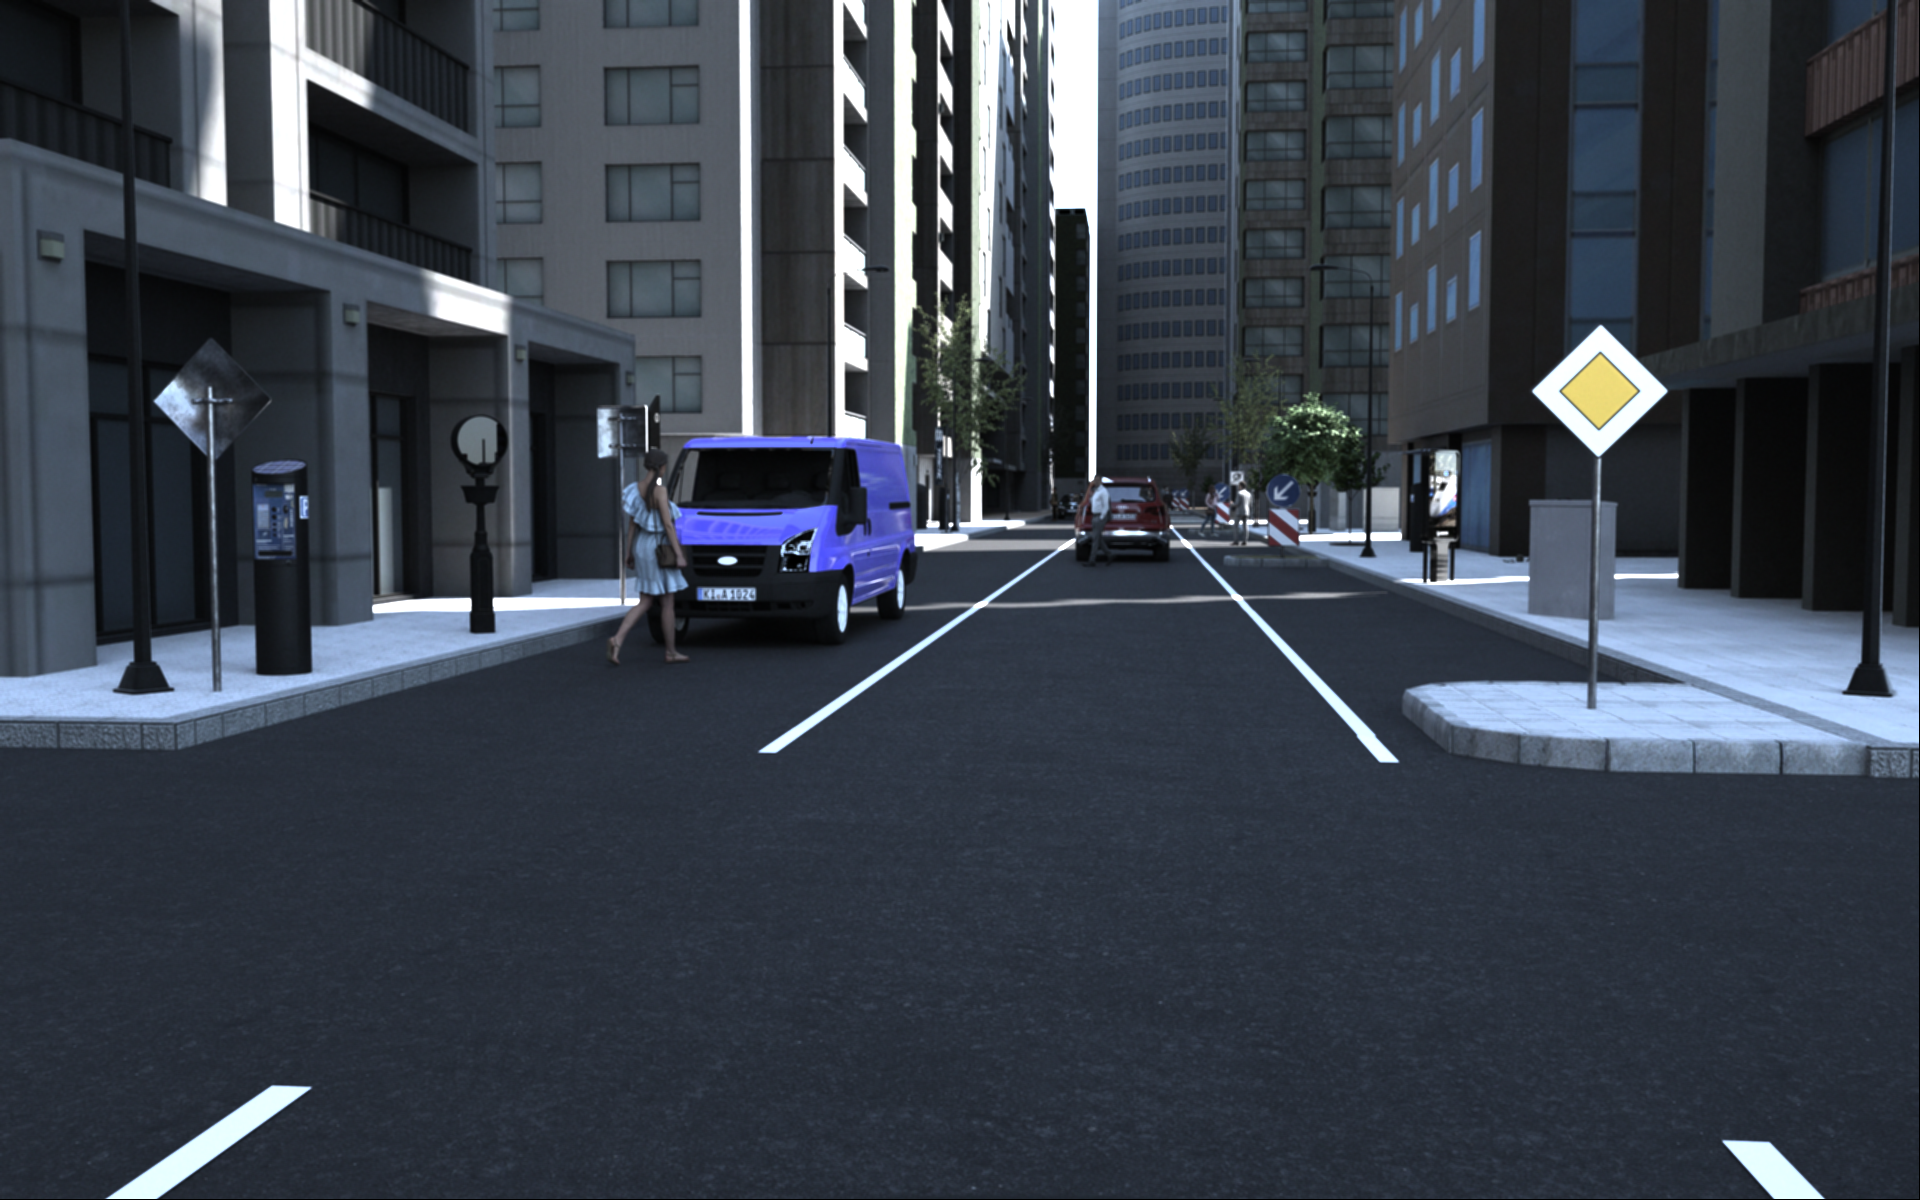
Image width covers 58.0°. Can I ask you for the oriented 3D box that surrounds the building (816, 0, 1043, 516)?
[{"bbox_3d":[-1.619,-26.796,121.711,14.154,41.232,14.086,0,4,6],"label":"building"}]

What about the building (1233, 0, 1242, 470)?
[{"bbox_3d":[32.609,-32.186,115.487,28.713,52.752,27.495,0,4,6],"label":"building"}]

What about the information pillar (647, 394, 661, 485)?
[{"bbox_3d":[-7.165,-3.012,40.607,0.183,3.616,0.504,1,4,19],"label":"information pillar"}]

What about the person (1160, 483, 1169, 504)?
[{"bbox_3d":[7.878,-3.571,66.687,0.447,1.846,0.655,-1,4,-13],"label":"person"}]

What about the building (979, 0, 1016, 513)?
[{"bbox_3d":[-10.980,-31.297,100.948,28.713,52.752,27.495,0,4,6],"label":"building"}]

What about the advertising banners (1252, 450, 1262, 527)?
[{"bbox_3d":[11.558,-4.346,67.251,0.090,3.025,2.074,1,4,18],"label":"advertising banners"}]

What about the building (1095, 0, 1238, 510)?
[{"bbox_3d":[28.186,-38.921,178.351,28.212,58.520,21.231,0,4,6],"label":"building"}]

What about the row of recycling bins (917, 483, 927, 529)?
[{"bbox_3d":[-2.464,-3.396,62.645,1.069,1.692,3.534,3,5,40],"label":"row of recycling bins"}]

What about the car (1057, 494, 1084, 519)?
[{"bbox_3d":[6.510,-5.455,98.979,2.009,1.686,4.222,0,4,7],"label":"car"}]

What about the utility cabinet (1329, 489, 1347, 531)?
[{"bbox_3d":[13.138,-3.156,60.278,0.318,1.500,1.173,0,4,-2],"label":"utility cabinet"}]

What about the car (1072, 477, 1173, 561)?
[{"bbox_3d":[3.634,-1.837,38.707,2.281,1.827,5.304,0,4,5],"label":"car"}]

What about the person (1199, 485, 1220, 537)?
[{"bbox_3d":[8.416,-3.023,58.509,0.643,1.750,0.593,3,4,36],"label":"person"}]

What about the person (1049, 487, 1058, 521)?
[{"bbox_3d":[5.007,-5.121,92.324,0.705,1.812,1.348,-1,4,-10],"label":"person"}]

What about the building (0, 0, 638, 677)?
[{"bbox_3d":[-15.606,-35.657,21.237,20.563,71.187,20.611,0,4,6],"label":"building"}]

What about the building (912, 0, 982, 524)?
[{"bbox_3d":[-6.690,-18.502,74.213,14.160,30.474,14.107,0,4,6],"label":"building"}]

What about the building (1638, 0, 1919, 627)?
[{"bbox_3d":[22.773,-22.193,17.484,28.867,44.769,22.147,0,4,6],"label":"building"}]

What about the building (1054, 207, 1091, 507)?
[{"bbox_3d":[6.262,-24.803,177.229,14.107,30.474,14.160,0,4,6],"label":"building"}]

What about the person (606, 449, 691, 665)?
[{"bbox_3d":[-2.566,-0.360,14.488,0.778,1.811,0.616,-3,5,-43],"label":"person"}]

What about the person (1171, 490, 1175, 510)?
[{"bbox_3d":[18.600,-8.740,151.365,0.705,1.831,1.348,2,4,26],"label":"person"}]

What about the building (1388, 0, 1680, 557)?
[{"bbox_3d":[18.228,-23.847,40.012,14.600,45.320,14.200,0,4,6],"label":"building"}]

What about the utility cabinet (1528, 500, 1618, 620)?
[{"bbox_3d":[6.383,-0.422,18.069,0.306,1.237,1.020,-1,4,-20],"label":"utility cabinet"}]

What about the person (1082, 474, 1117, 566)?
[{"bbox_3d":[2.760,-1.583,34.475,0.850,1.850,0.679,-2,4,-26],"label":"person"}]

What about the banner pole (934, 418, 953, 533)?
[{"bbox_3d":[-0.581,-4.078,56.699,0.401,3.779,0.863,3,4,36],"label":"banner pole"}]

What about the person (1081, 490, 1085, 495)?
[{"bbox_3d":[9.533,-7.608,133.337,0.683,1.767,0.568,0,4,-4],"label":"person"}]

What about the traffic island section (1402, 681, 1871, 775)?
[{"bbox_3d":[3.795,0.729,10.359,2.009,0.180,2.903,0,4,6],"label":"traffic island section"}]

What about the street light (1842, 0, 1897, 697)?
[{"bbox_3d":[5.298,-2.352,10.991,1.470,5.913,1.316,0,4,6],"label":"street light"}]

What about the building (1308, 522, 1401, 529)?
[{"bbox_3d":[21.025,-18.203,69.326,14.160,30.474,14.107,0,4,6],"label":"building"}]

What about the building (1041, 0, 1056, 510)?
[{"bbox_3d":[-5.972,-37.211,150.402,28.212,58.520,21.231,0,4,6],"label":"building"}]

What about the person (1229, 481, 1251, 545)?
[{"bbox_3d":[7.829,-2.434,48.492,0.606,1.804,0.583,-3,5,-43],"label":"person"}]

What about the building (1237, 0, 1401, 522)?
[{"bbox_3d":[22.515,-19.855,96.330,14.160,30.474,14.107,0,4,6],"label":"building"}]

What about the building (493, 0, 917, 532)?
[{"bbox_3d":[-9.172,-22.530,51.968,14.154,41.232,14.086,0,4,6],"label":"building"}]

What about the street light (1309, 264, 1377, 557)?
[{"bbox_3d":[7.763,-3.828,35.123,1.470,5.913,1.316,0,4,6],"label":"street light"}]

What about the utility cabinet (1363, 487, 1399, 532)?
[{"bbox_3d":[14.172,-3.035,58.294,1.173,1.500,0.318,1,4,13],"label":"utility cabinet"}]
